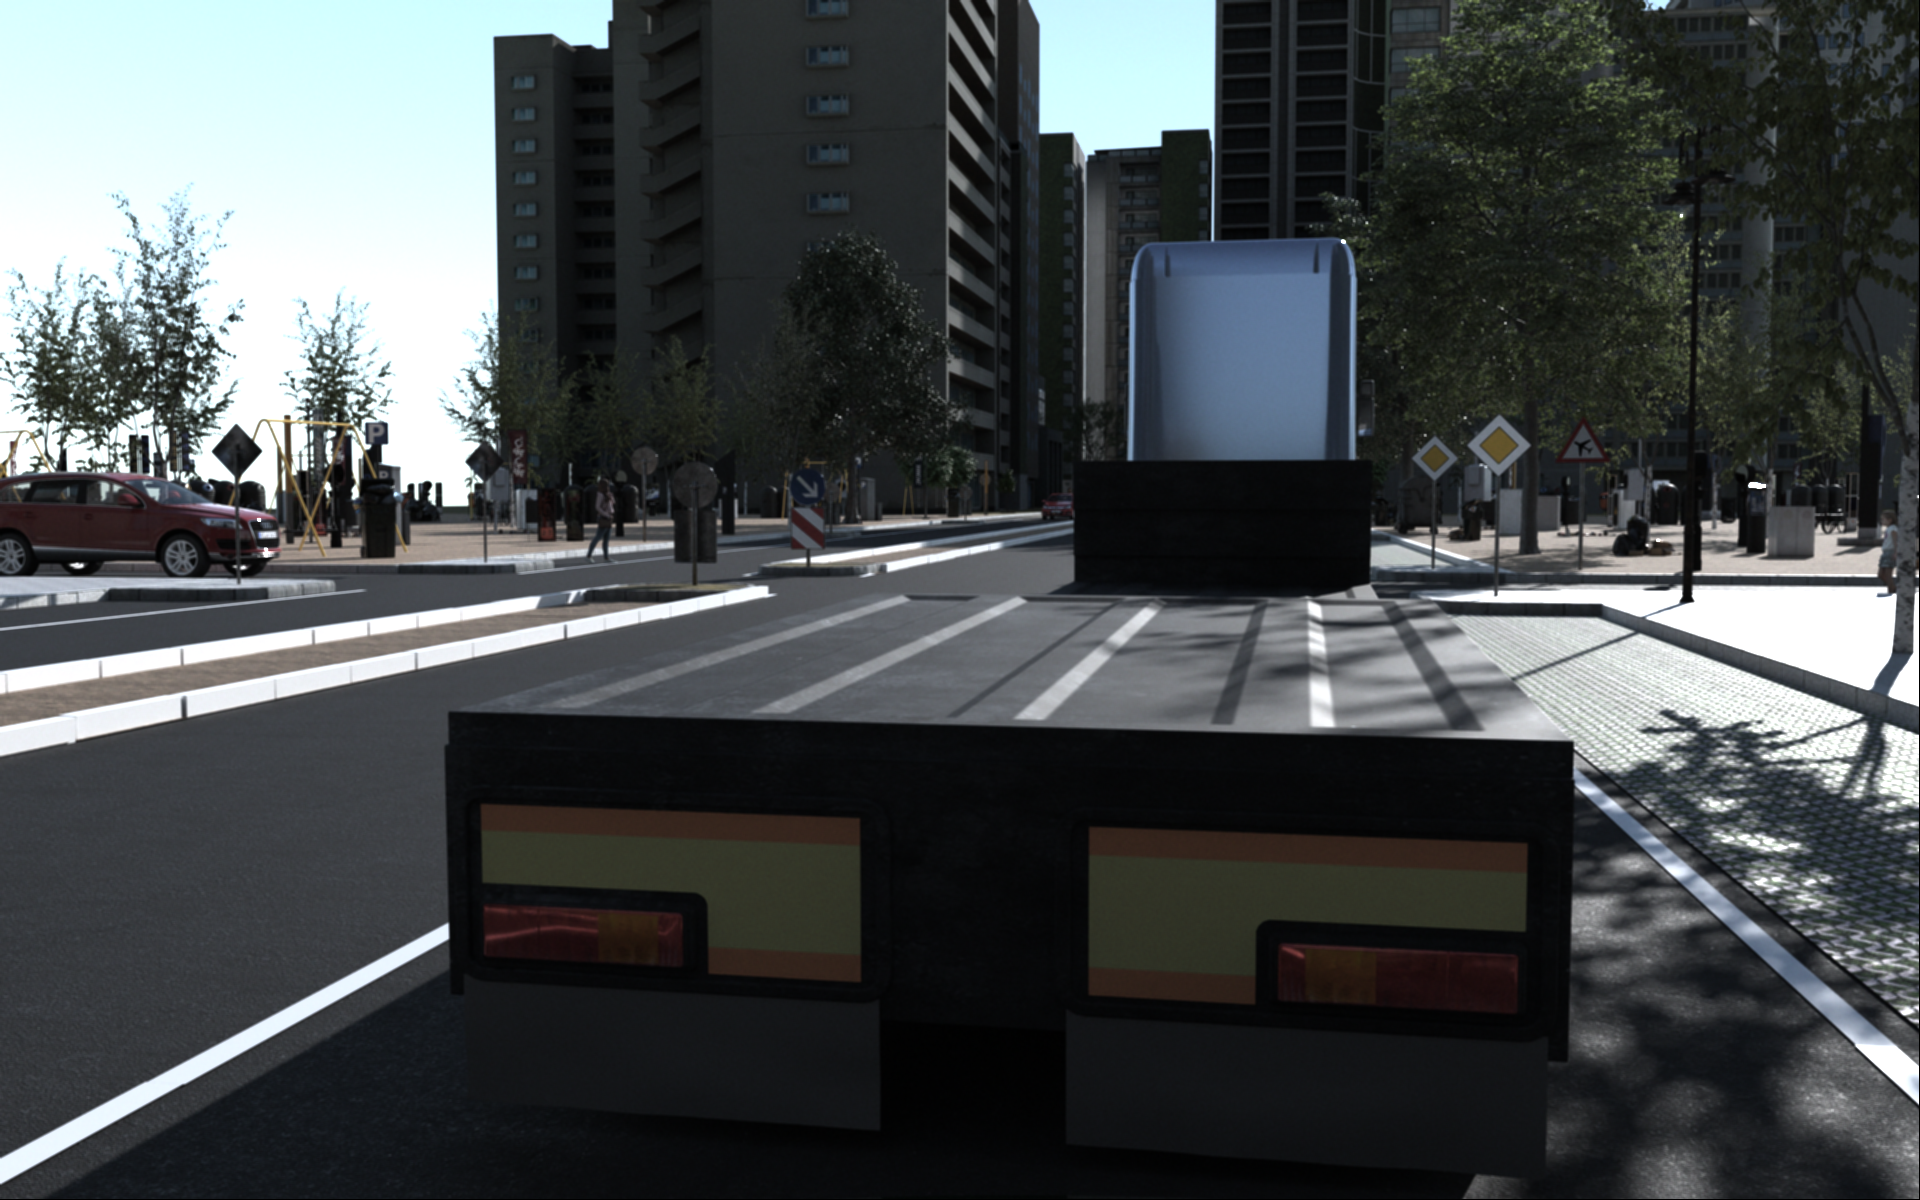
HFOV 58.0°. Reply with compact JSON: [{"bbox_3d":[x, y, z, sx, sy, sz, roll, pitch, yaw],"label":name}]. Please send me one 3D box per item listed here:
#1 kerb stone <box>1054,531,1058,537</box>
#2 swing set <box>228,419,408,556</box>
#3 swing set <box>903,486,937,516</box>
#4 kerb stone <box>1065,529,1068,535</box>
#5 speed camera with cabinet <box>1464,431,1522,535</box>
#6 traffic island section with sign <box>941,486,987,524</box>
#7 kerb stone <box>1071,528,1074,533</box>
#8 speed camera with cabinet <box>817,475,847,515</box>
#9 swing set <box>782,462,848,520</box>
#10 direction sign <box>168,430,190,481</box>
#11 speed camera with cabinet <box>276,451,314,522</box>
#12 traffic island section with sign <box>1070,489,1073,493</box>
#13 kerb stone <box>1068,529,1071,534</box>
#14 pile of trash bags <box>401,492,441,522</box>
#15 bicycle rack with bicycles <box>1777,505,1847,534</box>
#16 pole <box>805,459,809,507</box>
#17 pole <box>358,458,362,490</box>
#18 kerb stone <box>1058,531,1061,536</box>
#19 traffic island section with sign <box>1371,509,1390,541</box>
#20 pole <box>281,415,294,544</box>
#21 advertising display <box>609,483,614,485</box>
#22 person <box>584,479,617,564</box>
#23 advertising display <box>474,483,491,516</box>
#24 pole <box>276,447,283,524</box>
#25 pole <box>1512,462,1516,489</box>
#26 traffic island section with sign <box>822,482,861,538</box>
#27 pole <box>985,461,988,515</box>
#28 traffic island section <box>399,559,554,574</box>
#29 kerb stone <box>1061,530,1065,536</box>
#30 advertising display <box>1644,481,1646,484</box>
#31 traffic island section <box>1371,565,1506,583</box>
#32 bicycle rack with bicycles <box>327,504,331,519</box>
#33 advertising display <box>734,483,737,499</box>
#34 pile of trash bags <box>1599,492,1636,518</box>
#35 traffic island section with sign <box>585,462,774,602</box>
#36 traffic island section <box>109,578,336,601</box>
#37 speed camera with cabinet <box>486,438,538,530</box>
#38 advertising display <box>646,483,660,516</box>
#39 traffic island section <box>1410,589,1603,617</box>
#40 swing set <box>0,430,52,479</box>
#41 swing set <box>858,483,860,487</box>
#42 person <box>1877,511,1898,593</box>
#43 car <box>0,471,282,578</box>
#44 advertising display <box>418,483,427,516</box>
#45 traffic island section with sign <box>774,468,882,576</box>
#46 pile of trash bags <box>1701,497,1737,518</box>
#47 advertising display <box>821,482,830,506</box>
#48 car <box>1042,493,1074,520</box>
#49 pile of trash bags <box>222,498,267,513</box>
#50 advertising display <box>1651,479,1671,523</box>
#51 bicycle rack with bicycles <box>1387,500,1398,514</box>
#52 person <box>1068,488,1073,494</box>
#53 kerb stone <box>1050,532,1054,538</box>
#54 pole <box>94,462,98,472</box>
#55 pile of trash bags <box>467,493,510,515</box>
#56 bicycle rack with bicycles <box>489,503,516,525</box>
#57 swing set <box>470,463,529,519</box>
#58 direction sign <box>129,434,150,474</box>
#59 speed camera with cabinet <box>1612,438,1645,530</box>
[{"bbox_3d":[3.040,-2.163,57.560,0.120,0.150,1.000,1,4,10],"label":"kerb stone"},{"bbox_3d":[-14.035,-2.419,37.176,2.862,2.851,3.119,1,4,17],"label":"swing set"},{"bbox_3d":[-1.862,-6.546,104.651,3.119,2.851,2.862,1,4,10],"label":"swing set"},{"bbox_3d":[3.570,-2.340,60.595,0.120,0.150,1.000,1,4,10],"label":"kerb stone"},{"bbox_3d":[16.921,-3.673,54.396,2.038,3.252,0.660,3,5,41],"label":"speed camera with cabinet"},{"bbox_3d":[0.245,-4.593,83.731,1.989,1.847,2.006,1,4,10],"label":"traffic island section with sign"},{"bbox_3d":[3.917,-2.473,62.626,0.120,0.150,1.000,1,4,10],"label":"kerb stone"},{"bbox_3d":[-7.873,-6.748,104.668,2.038,3.252,0.660,0,4,-7],"label":"speed camera with cabinet"},{"bbox_3d":[-7.147,-5.325,84.682,3.119,2.851,2.862,-1,4,-17],"label":"swing set"},{"bbox_3d":[-27.552,-4.231,61.175,0.379,3.537,0.876,1,4,22],"label":"direction sign"},{"bbox_3d":[-30.381,-5.187,79.142,0.660,3.252,2.038,1,4,16],"label":"speed camera with cabinet"},{"bbox_3d":[8.755,-7.611,133.061,1.989,1.847,2.006,1,4,10],"label":"traffic island section with sign"},{"bbox_3d":[3.736,-2.410,61.603,0.120,0.150,1.000,1,4,10],"label":"kerb stone"},{"bbox_3d":[-25.637,-4.259,79.379,1.912,1.369,3.447,2,4,32],"label":"pile of trash bags"},{"bbox_3d":[27.894,-2.658,56.834,2.925,0.926,2.852,-1,4,-18],"label":"bicycle rack with bicycles"},{"bbox_3d":[-7.748,-5.745,87.769,0.158,3.312,0.155,0,3,0],"label":"pole"},{"bbox_3d":[-33.904,-6.367,97.935,0.158,3.312,0.155,0,3,0],"label":"pole"},{"bbox_3d":[3.222,-2.223,58.580,0.120,0.150,1.000,1,4,10],"label":"kerb stone"},{"bbox_3d":[12.308,-2.766,53.846,1.989,1.847,2.006,1,4,10],"label":"traffic island section with sign"},{"bbox_3d":[-17.267,-3.101,44.543,0.158,3.312,0.155,0,3,0],"label":"pole"},{"bbox_3d":[-19.234,-5.605,96.857,0.974,1.923,0.123,-3,4,-38],"label":"advertising display"},{"bbox_3d":[-7.424,-1.631,35.751,0.643,1.750,0.593,0,4,-3],"label":"person"},{"bbox_3d":[-27.364,-5.754,99.294,0.974,1.923,0.123,-3,4,-36],"label":"advertising display"},{"bbox_3d":[-29.159,-4.919,74.264,0.158,3.312,0.155,0,3,0],"label":"pole"},{"bbox_3d":[26.936,-5.529,84.244,0.158,3.312,0.155,0,3,0],"label":"pole"},{"bbox_3d":[-4.337,-2.969,57.167,1.989,1.847,2.006,1,4,10],"label":"traffic island section with sign"},{"bbox_3d":[1.598,-6.817,105.305,0.158,3.312,0.155,0,3,0],"label":"pole"},{"bbox_3d":[-8.934,-0.628,32.543,2.009,0.180,2.903,1,4,10],"label":"traffic island section"},{"bbox_3d":[3.400,-2.287,59.586,0.120,0.150,1.000,1,4,10],"label":"kerb stone"},{"bbox_3d":[33.152,-4.771,83.219,0.123,1.923,0.974,-1,4,-15],"label":"advertising display"},{"bbox_3d":[8.105,-0.448,29.607,2.009,0.180,2.903,1,4,10],"label":"traffic island section"},{"bbox_3d":[-31.613,-4.747,90.998,2.925,0.926,2.852,2,4,32],"label":"bicycle rack with bicycles"},{"bbox_3d":[-13.067,-5.730,98.907,0.123,1.923,0.974,2,4,30],"label":"advertising display"},{"bbox_3d":[36.388,-5.159,94.107,3.447,1.369,1.912,0,4,-7],"label":"pile of trash bags"},{"bbox_3d":[-3.839,-0.958,23.802,2.006,1.907,1.989,1,4,10],"label":"traffic island section with sign"},{"bbox_3d":[-10.293,-0.146,24.674,2.009,0.180,2.903,1,4,10],"label":"traffic island section"},{"bbox_3d":[-15.889,-4.142,62.056,2.038,3.252,0.660,-2,4,-31],"label":"speed camera with cabinet"},{"bbox_3d":[-18.061,-5.894,101.573,0.974,1.923,0.123,-3,4,-39],"label":"advertising display"},{"bbox_3d":[6.746,0.033,21.738,2.009,0.180,2.903,1,4,10],"label":"traffic island section"},{"bbox_3d":[-23.685,-2.776,43.007,3.119,2.851,2.862,3,5,41],"label":"swing set"},{"bbox_3d":[-7.178,-6.707,107.285,2.862,2.851,3.119,1,4,15],"label":"swing set"},{"bbox_3d":[12.409,-0.579,22.986,0.382,1.210,0.505,1,4,14],"label":"person"},{"bbox_3d":[-14.286,-1.287,29.710,5.304,1.827,2.281,1,4,9],"label":"car"},{"bbox_3d":[-30.861,-5.771,99.563,0.123,1.923,0.974,0,4,8],"label":"advertising display"},{"bbox_3d":[-2.569,-1.404,31.100,2.006,1.907,1.989,1,4,10],"label":"traffic island section with sign"},{"bbox_3d":[41.963,-5.231,95.272,3.447,1.369,1.912,-1,4,-20],"label":"pile of trash bags"},{"bbox_3d":[-7.427,-5.570,96.290,0.123,1.923,0.974,-3,4,-36],"label":"advertising display"},{"bbox_3d":[5.743,-5.415,97.579,2.155,1.783,4.494,1,4,12],"label":"car"},{"bbox_3d":[-39.355,-5.247,95.536,1.912,1.369,3.447,-1,4,-12],"label":"pile of trash bags"},{"bbox_3d":[30.840,-4.348,76.299,0.974,1.923,0.123,-1,4,-17],"label":"advertising display"},{"bbox_3d":[25.356,-5.332,100.555,2.925,0.926,2.852,-1,4,-20],"label":"bicycle rack with bicycles"},{"bbox_3d":[7.319,-6.563,115.770,1.348,1.831,0.705,0,4,-6],"label":"person"},{"bbox_3d":[2.865,-2.101,56.542,0.120,0.150,1.000,1,4,10],"label":"kerb stone"},{"bbox_3d":[-54.169,-7.020,108.623,0.158,3.312,0.155,0,3,0],"label":"pole"},{"bbox_3d":[-28.670,-5.825,104.987,3.447,1.369,1.912,2,4,35],"label":"pile of trash bags"},{"bbox_3d":[-18.374,-3.592,72.110,2.852,0.926,2.925,-1,4,-17],"label":"bicycle rack with bicycles"},{"bbox_3d":[-23.379,-5.500,87.548,3.119,2.851,2.862,-1,4,-15],"label":"swing set"},{"bbox_3d":[-31.264,-4.529,66.046,0.379,3.537,0.876,2,4,26],"label":"direction sign"},{"bbox_3d":[24.070,-4.162,62.382,0.660,3.252,2.038,0,4,7],"label":"speed camera with cabinet"}]
